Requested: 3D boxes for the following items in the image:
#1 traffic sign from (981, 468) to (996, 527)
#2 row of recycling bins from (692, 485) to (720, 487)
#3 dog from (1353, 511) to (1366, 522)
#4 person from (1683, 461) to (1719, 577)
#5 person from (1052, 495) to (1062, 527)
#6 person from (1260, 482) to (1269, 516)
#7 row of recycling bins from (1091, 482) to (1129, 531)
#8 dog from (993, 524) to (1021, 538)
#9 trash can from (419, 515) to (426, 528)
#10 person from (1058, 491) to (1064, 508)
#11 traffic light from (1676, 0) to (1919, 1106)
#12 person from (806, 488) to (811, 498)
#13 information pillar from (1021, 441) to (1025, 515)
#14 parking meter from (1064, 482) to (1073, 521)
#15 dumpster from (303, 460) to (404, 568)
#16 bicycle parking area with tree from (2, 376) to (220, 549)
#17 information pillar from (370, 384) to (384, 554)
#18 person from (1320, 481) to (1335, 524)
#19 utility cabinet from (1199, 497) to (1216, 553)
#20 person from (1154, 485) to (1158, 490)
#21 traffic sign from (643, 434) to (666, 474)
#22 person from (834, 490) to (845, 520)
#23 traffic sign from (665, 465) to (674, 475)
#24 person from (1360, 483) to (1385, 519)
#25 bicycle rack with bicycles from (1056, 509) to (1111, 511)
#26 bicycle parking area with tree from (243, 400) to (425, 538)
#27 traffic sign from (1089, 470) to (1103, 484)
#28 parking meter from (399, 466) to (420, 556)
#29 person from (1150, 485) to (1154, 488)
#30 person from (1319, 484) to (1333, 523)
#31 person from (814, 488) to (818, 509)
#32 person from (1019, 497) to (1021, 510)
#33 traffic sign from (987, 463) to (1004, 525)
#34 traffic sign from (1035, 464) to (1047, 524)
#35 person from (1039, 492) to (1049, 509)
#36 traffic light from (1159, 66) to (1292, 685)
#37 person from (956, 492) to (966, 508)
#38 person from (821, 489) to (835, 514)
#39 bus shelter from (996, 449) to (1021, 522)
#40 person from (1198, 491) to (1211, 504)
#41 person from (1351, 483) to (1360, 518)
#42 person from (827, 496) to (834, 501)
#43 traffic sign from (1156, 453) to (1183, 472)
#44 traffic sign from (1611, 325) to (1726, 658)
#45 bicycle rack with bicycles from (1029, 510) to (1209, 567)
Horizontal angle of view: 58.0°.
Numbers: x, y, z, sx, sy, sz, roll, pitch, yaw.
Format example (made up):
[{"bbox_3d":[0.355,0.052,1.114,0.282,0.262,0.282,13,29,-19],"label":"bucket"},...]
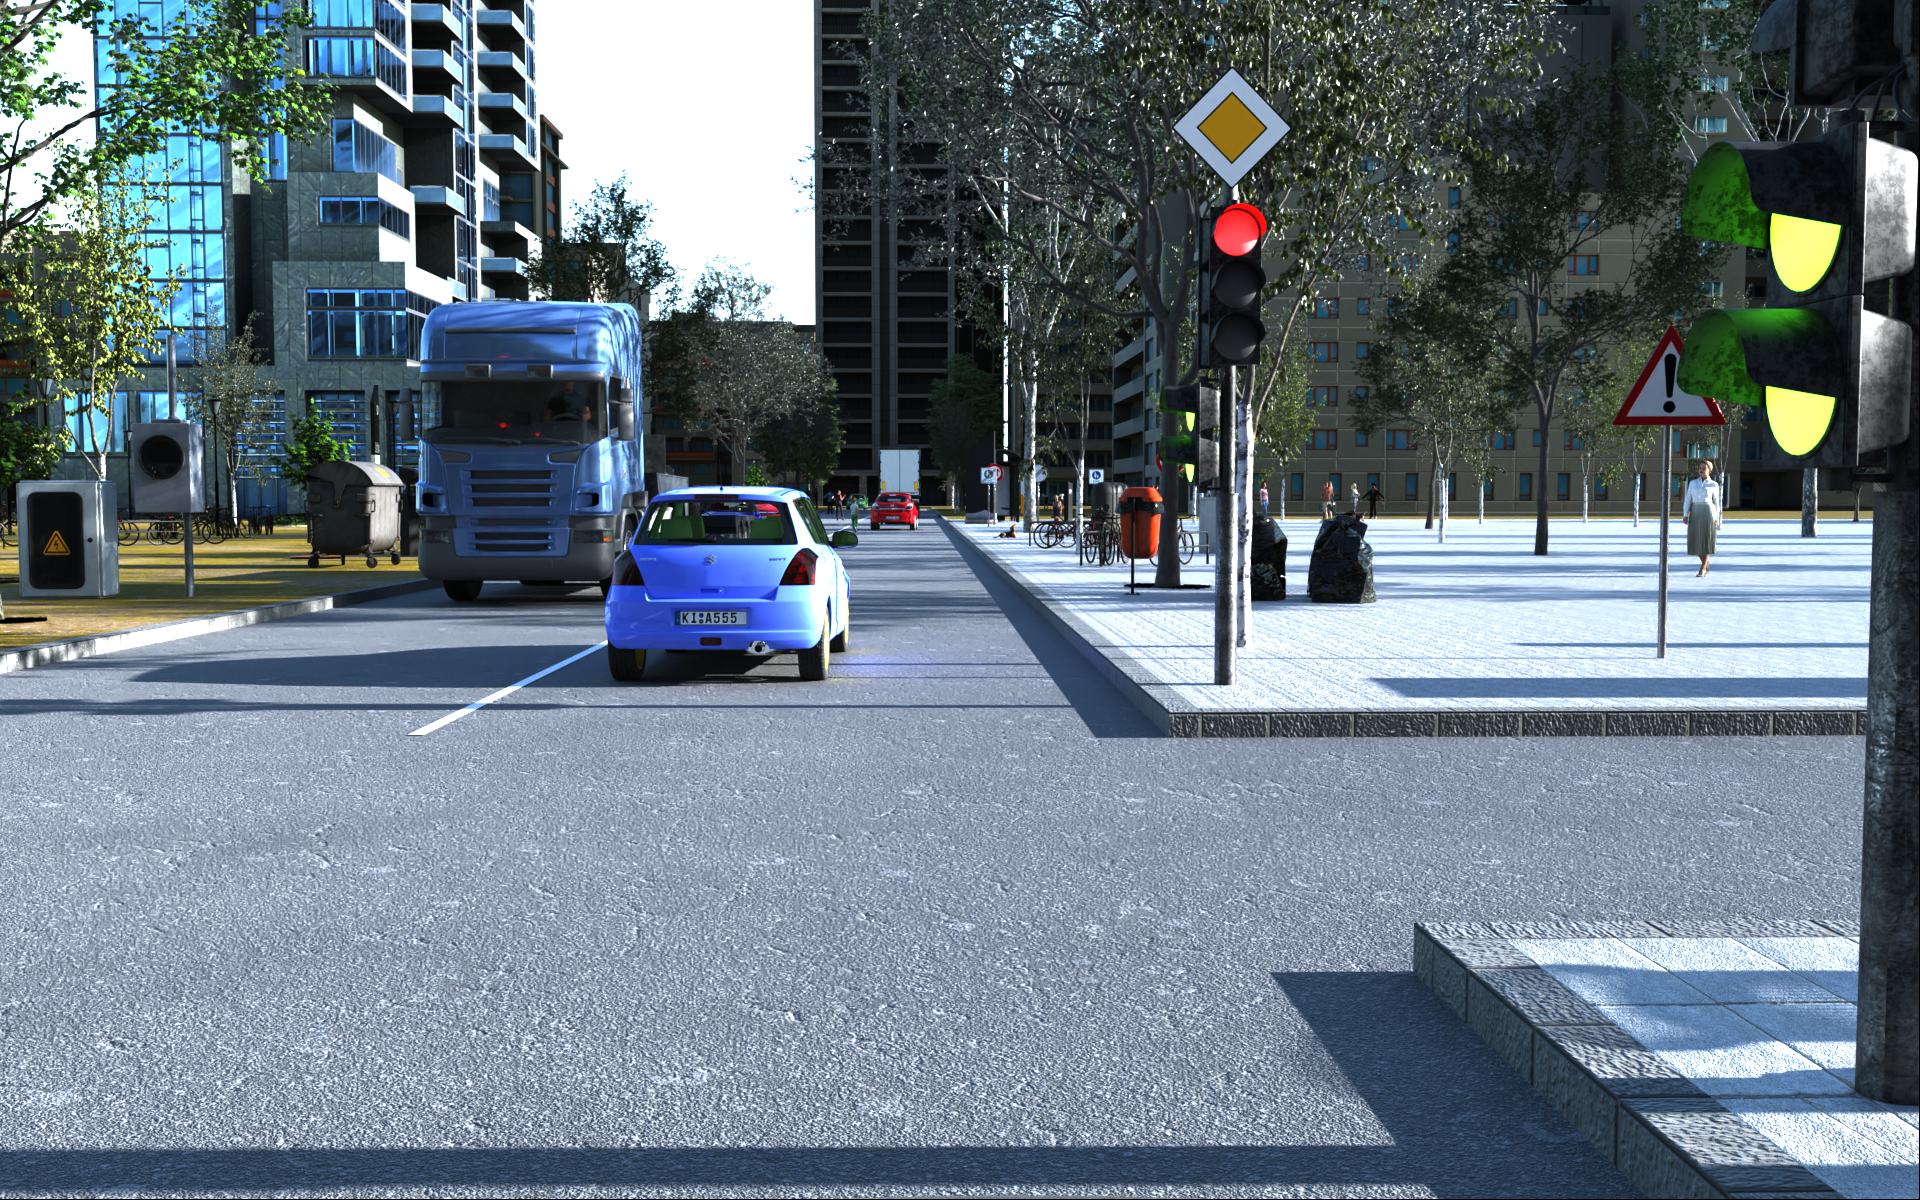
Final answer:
[{"bbox_3d":[1.117,-4.004,67.596,0.606,2.300,0.079,0,4,0],"label":"traffic sign"},{"bbox_3d":[-11.264,-4.294,77.313,1.069,1.692,3.534,-2,4,-26],"label":"row of recycling bins"},{"bbox_3d":[18.055,-3.767,78.422,0.540,0.507,0.406,-1,4,-17],"label":"dog"},{"bbox_3d":[11.552,-1.263,26.919,0.641,1.798,0.478,-3,5,-45],"label":"person"},{"bbox_3d":[3.821,-3.522,68.302,0.362,1.253,0.373,1,4,12],"label":"person"},{"bbox_3d":[13.540,-4.346,77.108,0.388,1.821,0.555,3,4,36],"label":"person"},{"bbox_3d":[5.259,-3.221,59.775,1.069,1.692,3.534,1,4,16],"label":"row of recycling bins"},{"bbox_3d":[1.377,-2.019,50.744,0.748,0.427,0.550,2,4,24],"label":"dog"},{"bbox_3d":[-12.858,-1.806,41.187,0.748,1.137,0.748,0,3,0],"label":"trash can"},{"bbox_3d":[9.712,-9.609,166.396,1.217,1.735,0.721,-2,4,-34],"label":"person"},{"bbox_3d":[1.977,-0.897,3.589,0.839,4.253,0.868,0,4,-1],"label":"traffic light"},{"bbox_3d":[-12.897,-8.625,147.006,0.705,1.831,1.348,-1,4,-21],"label":"person"},{"bbox_3d":[2.594,-4.617,66.841,0.504,3.616,0.183,1,4,21],"label":"information pillar"},{"bbox_3d":[5.061,-4.596,80.857,0.255,1.863,0.399,3,5,39],"label":"parking meter"},{"bbox_3d":[-10.693,-1.517,30.558,1.264,1.857,1.865,0,4,-2],"label":"dumpster"},{"bbox_3d":[-23.902,-3.482,43.931,9.016,4.147,8.231,-2,4,-33],"label":"bicycle parking area with tree"},{"bbox_3d":[-12.409,-2.779,36.796,0.183,3.616,0.504,0,4,-7],"label":"information pillar"},{"bbox_3d":[15.890,-4.207,74.797,0.573,1.828,0.580,2,4,31],"label":"person"},{"bbox_3d":[5.675,-1.606,37.412,1.020,1.237,0.306,3,5,39],"label":"utility cabinet"},{"bbox_3d":[10.714,-5.361,94.136,0.568,1.767,0.683,0,4,6],"label":"person"},{"bbox_3d":[-11.162,-3.984,59.014,2.265,3.308,0.079,0,4,2],"label":"traffic sign"},{"bbox_3d":[-6.553,-5.174,94.558,0.593,1.643,0.415,-1,4,-14],"label":"person"},{"bbox_3d":[-12.812,-4.599,75.298,0.768,2.556,0.104,0,4,0],"label":"traffic sign"},{"bbox_3d":[21.315,-5.116,89.316,1.348,1.869,0.705,2,4,33],"label":"person"},{"bbox_3d":[2.944,-1.739,41.820,2.925,0.926,2.852,-1,4,-11],"label":"bicycle rack with bicycles"},{"bbox_3d":[-19.923,-4.034,52.959,8.231,4.147,9.016,0,4,4],"label":"bicycle parking area with tree"},{"bbox_3d":[5.640,-4.254,71.676,0.606,2.300,0.079,0,4,2],"label":"traffic sign"},{"bbox_3d":[-11.358,-1.836,35.737,0.399,1.863,0.255,3,4,38],"label":"parking meter"},{"bbox_3d":[9.252,-4.681,83.320,0.466,1.731,0.760,-1,4,-10],"label":"person"},{"bbox_3d":[16.403,-4.360,77.517,0.728,1.800,0.709,2,4,24],"label":"person"},{"bbox_3d":[-12.415,-8.763,149.337,0.705,1.821,1.348,-1,4,-11],"label":"person"},{"bbox_3d":[5.066,-8.227,141.352,0.445,1.727,0.742,0,4,3],"label":"person"},{"bbox_3d":[1.429,-4.401,72.061,0.768,2.556,0.104,0,3,0],"label":"traffic sign"},{"bbox_3d":[3.356,-4.540,74.335,0.768,2.556,0.104,0,4,8],"label":"traffic sign"},{"bbox_3d":[6.978,-8.256,144.212,0.799,1.438,0.628,-3,5,-40],"label":"person"},{"bbox_3d":[1.772,-1.385,11.572,0.839,4.253,0.868,0,4,-1],"label":"traffic light"},{"bbox_3d":[0.067,-9.281,157.743,1.348,1.831,0.705,2,4,34],"label":"person"},{"bbox_3d":[-9.301,-7.052,123.778,1.348,1.826,0.705,-2,4,-25],"label":"person"},{"bbox_3d":[1.841,-5.301,80.590,2.014,3.302,5.546,0,4,-2],"label":"bus shelter"},{"bbox_3d":[11.995,-4.812,85.124,0.661,1.777,0.834,0,4,-4],"label":"person"},{"bbox_3d":[18.882,-4.675,82.662,0.537,1.800,0.526,-3,5,-42],"label":"person"},{"bbox_3d":[-12.353,-9.424,165.773,0.799,1.438,0.628,1,4,18],"label":"person"},{"bbox_3d":[5.623,-2.834,46.441,0.768,2.556,0.104,0,3,0],"label":"traffic sign"},{"bbox_3d":[5.485,-0.823,13.467,0.884,2.594,0.081,0,4,-1],"label":"traffic sign"},{"bbox_3d":[3.163,-1.094,31.271,2.852,0.926,2.925,2,4,28],"label":"bicycle rack with bicycles"}]
